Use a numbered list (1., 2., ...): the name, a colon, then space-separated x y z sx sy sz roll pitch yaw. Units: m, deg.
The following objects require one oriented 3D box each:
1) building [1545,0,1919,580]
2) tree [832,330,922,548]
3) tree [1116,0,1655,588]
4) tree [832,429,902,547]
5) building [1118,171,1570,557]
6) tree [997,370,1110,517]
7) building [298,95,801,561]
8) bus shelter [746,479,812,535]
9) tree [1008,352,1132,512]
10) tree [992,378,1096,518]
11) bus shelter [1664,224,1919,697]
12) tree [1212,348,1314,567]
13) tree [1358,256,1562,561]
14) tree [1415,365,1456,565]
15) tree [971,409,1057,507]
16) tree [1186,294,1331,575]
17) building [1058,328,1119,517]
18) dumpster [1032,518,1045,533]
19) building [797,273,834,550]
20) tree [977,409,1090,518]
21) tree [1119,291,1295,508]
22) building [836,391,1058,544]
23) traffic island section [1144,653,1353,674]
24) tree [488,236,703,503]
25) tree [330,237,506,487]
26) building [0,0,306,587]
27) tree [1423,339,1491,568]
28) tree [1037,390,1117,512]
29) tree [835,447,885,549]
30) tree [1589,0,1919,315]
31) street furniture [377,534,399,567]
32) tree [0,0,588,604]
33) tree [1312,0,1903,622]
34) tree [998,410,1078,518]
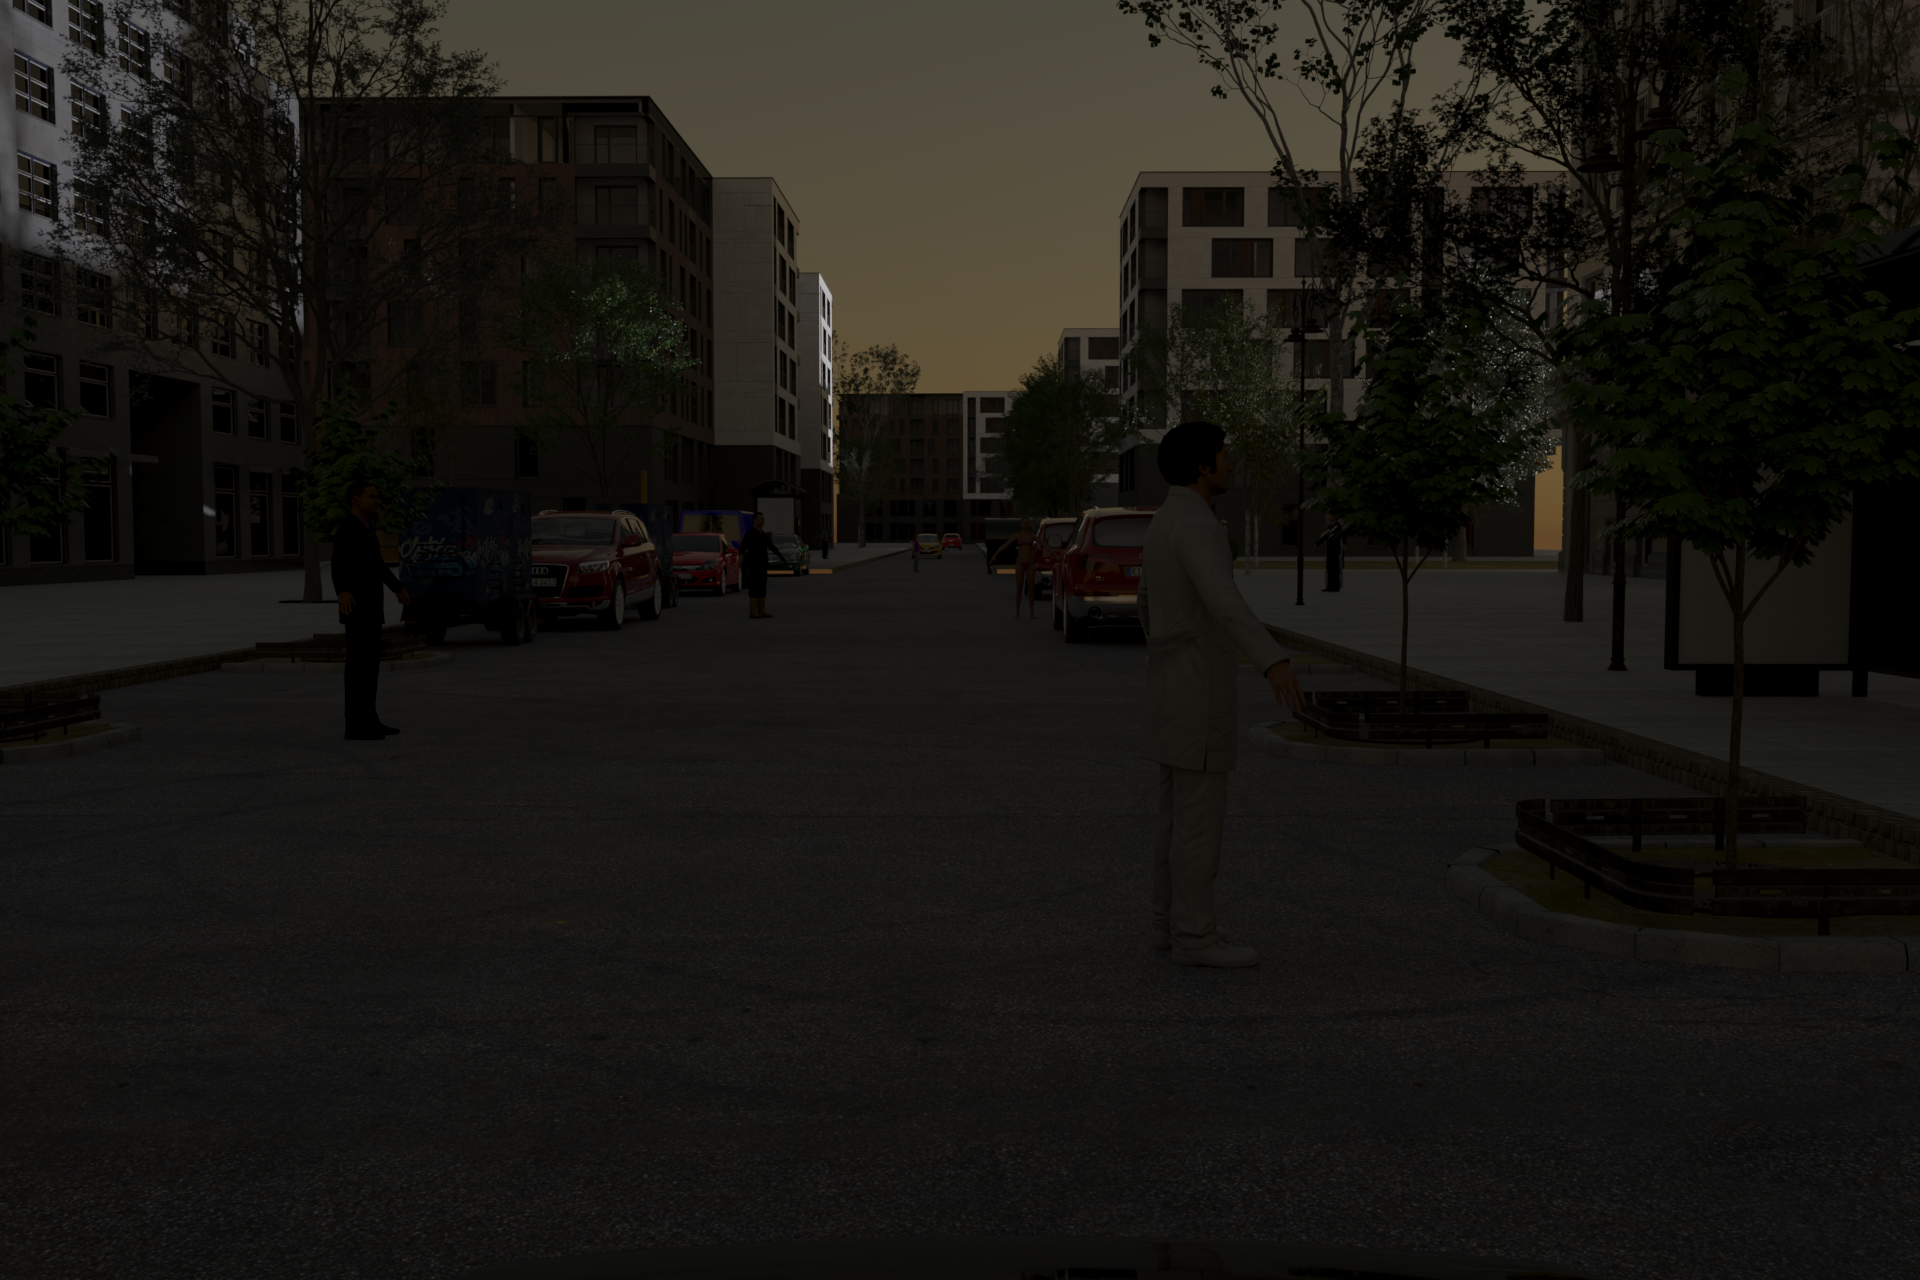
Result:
1. building: 26.010 -15.969 47.001 13.634 28.700 20.117 0 4 1
2. tree: -10.216 -18.522 158.721 12.611 20.169 13.585 0 3 0
3. tree: 10.231 -11.262 40.023 12.611 20.169 13.585 0 3 0
4. tree: -9.250 -14.918 169.672 9.928 11.665 9.643 0 3 0
5. building: 24.208 -16.522 114.106 27.936 21.610 32.646 0 4 0
6. tree: 5.987 -11.290 110.343 9.928 11.665 9.643 0 3 0
7. building: -24.686 -15.511 97.572 27.936 21.610 32.646 0 4 1
8. bus shelter: -6.902 -4.454 66.754 2.014 3.302 5.546 0 4 0
9. tree: 6.326 -10.650 99.890 9.928 11.665 9.643 0 3 0
10. tree: 5.994 -12.538 123.119 7.486 12.596 7.792 0 3 0
11. bus shelter: 6.365 -1.051 11.115 2.014 3.302 5.546 0 4 0
12. tree: 11.476 -7.190 67.915 4.360 8.622 3.978 0 3 0
13. tree: 23.591 -10.679 81.259 9.857 13.997 8.962 0 3 0
14. tree: 19.176 -7.438 71.980 4.360 8.622 3.978 0 3 0
15. tree: 6.178 -15.483 163.517 12.009 13.543 11.850 0 3 0
16. tree: 9.202 -6.324 53.755 4.737 8.622 4.395 0 3 0
17. building: 24.430 -21.051 188.161 27.936 21.610 32.646 0 4 1
18. dumpster: 2.789 -2.253 45.048 1.865 1.857 1.264 0 4 -1
19. building: -24.870 -17.701 133.393 27.936 21.610 32.646 0 3 0
20. tree: 6.272 -14.554 148.322 12.009 13.543 11.850 0 3 0
21. tree: 10.747 -9.168 75.655 9.928 11.665 9.643 0 3 0
22. building: -1.106 -25.275 259.671 32.646 21.610 27.936 0 4 3
23. traffic island section: 3.023 0.255 18.690 1.991 0.108 1.994 0 3 0
24. tree: -12.626 -8.278 61.093 9.928 11.665 9.643 0 3 0
25. tree: -12.766 -5.672 43.092 4.360 8.622 3.978 0 3 0
26. building: -28.236 -14.201 50.593 11.959 24.771 22.079 0 4 0
27. tree: 18.332 -7.024 65.207 4.360 8.622 3.978 0 3 0
28. tree: 5.677 -8.527 89.775 4.360 8.622 3.978 0 3 0
29. tree: -8.861 -12.038 147.189 4.360 8.622 3.978 0 3 0
30. tree: 8.891 -4.068 16.868 4.360 8.622 3.978 0 3 0
31. street furniture: -21.069 -3.986 72.024 9.812 1.723 11.010 -2 4 -24
32. tree: -12.027 -7.441 32.035 12.009 13.543 11.850 0 3 0
33. tree: 8.785 -5.528 24.796 8.767 10.594 7.601 2 4 33
34. tree: 6.749 -13.333 136.115 7.486 12.596 7.792 0 3 0
